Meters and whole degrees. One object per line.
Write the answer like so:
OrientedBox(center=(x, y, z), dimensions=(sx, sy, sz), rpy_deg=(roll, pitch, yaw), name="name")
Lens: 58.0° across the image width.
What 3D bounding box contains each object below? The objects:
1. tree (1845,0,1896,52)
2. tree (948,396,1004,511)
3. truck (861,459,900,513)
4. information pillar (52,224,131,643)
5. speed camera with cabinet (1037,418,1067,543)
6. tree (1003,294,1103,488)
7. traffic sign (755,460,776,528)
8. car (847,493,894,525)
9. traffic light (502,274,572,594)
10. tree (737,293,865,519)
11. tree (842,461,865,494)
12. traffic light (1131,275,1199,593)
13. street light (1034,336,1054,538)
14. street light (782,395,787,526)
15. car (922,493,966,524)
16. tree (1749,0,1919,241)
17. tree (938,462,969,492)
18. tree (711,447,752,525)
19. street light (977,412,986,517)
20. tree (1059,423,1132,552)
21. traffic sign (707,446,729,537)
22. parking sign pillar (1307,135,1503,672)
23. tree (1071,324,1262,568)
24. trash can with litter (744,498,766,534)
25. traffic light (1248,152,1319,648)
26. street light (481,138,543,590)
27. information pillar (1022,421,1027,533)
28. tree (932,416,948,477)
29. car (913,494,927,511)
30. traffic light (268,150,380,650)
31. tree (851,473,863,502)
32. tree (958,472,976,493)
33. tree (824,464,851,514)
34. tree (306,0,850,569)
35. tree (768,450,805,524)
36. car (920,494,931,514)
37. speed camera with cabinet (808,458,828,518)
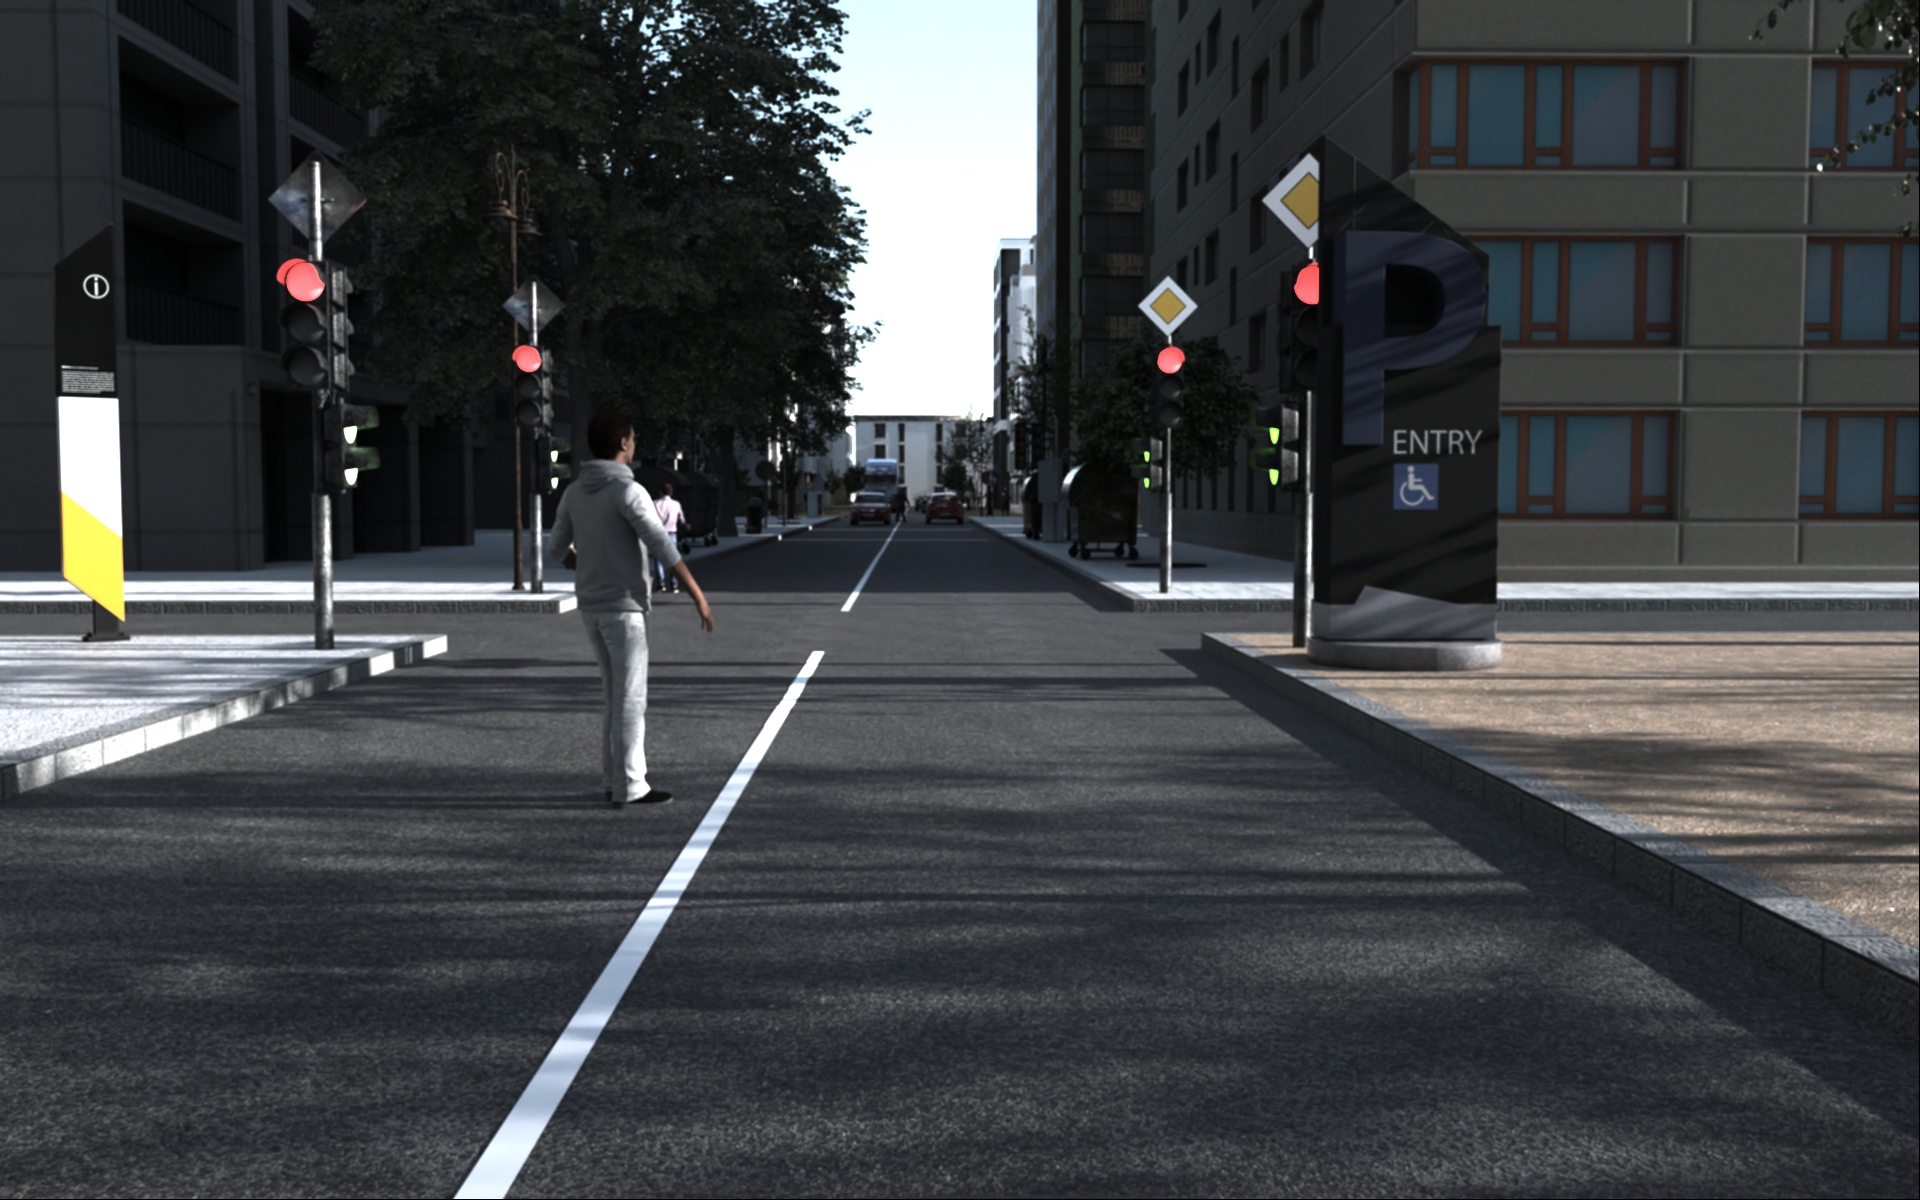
OrientedBox(center=(4.274, -3.386, 5.726), dimensions=(4.737, 8.622, 4.395), rpy_deg=(0, 3, 0), name="tree")
OrientedBox(center=(1.308, -10.968, 129.691), dimensions=(4.360, 8.622, 3.978), rpy_deg=(0, 3, 0), name="tree")
OrientedBox(center=(-6.040, -9.087, 138.326), dimensions=(2.967, 4.110, 18.799), rpy_deg=(0, 4, 0), name="truck")
OrientedBox(center=(-7.516, -1.444, 14.964), dimensions=(0.504, 3.616, 0.183), rpy_deg=(-3, 5, -42), name="information pillar")
OrientedBox(center=(2.442, -3.147, 45.789), dimensions=(0.660, 3.252, 2.038), rpy_deg=(1, 4, 9), name="speed camera with cabinet")
OrientedBox(center=(3.332, -6.995, 64.734), dimensions=(4.737, 8.622, 4.395), rpy_deg=(0, 3, 0), name="tree")
OrientedBox(center=(-7.329, -3.984, 65.240), dimensions=(0.768, 2.556, 0.104), rpy_deg=(0, 4, -1), name="traffic sign")
OrientedBox(center=(-4.155, -4.385, 80.732), dimensions=(2.155, 1.783, 4.494), rpy_deg=(0, 4, 0), name="car")
OrientedBox(center=(-5.429, -2.034, 22.171), dimensions=(0.839, 4.253, 0.868), rpy_deg=(0, 4, -1), name="traffic light")
OrientedBox(center=(-8.643, -9.905, 87.700), dimensions=(9.928, 11.665, 9.643), rpy_deg=(0, 3, 0), name="tree")
OrientedBox(center=(-9.904, -11.344, 169.185), dimensions=(4.285, 4.588, 4.351), rpy_deg=(0, 3, 0), name="tree")
OrientedBox(center=(2.649, -2.047, 22.386), dimensions=(0.839, 4.253, 0.868), rpy_deg=(0, 4, -1), name="traffic light")
OrientedBox(center=(2.456, -4.765, 50.688), dimensions=(0.468, 5.910, 1.993), rpy_deg=(0, 4, -1), name="street light")
OrientedBox(center=(-7.052, -5.907, 69.374), dimensions=(0.468, 5.910, 1.993), rpy_deg=(0, 4, -1), name="street light")
OrientedBox(center=(-0.766, -4.572, 83.796), dimensions=(2.155, 1.783, 4.494), rpy_deg=(0, 4, -2), name="car")
OrientedBox(center=(7.145, -3.751, 11.700), dimensions=(4.360, 8.622, 3.978), rpy_deg=(0, 3, 0), name="tree")
OrientedBox(center=(-0.506, -11.509, 171.888), dimensions=(4.285, 4.588, 4.351), rpy_deg=(0, 3, 0), name="tree")
OrientedBox(center=(-9.289, -4.685, 71.209), dimensions=(1.663, 3.219, 1.824), rpy_deg=(0, 3, 0), name="tree")
OrientedBox(center=(1.212, -7.601, 97.072), dimensions=(0.468, 5.910, 1.993), rpy_deg=(0, 4, -1), name="street light")
OrientedBox(center=(3.229, -2.695, 38.667), dimensions=(1.663, 3.219, 1.824), rpy_deg=(0, 3, 0), name="tree")
OrientedBox(center=(-6.712, -2.881, 47.101), dimensions=(0.884, 2.594, 0.081), rpy_deg=(1, 4, 8), name="traffic sign")
OrientedBox(center=(3.382, -1.506, 13.097), dimensions=(1.447, 3.967, 1.447), rpy_deg=(0, 4, -5), name="parking sign pillar")
OrientedBox(center=(3.711, -2.867, 30.596), dimensions=(4.285, 4.588, 4.351), rpy_deg=(0, 3, 0), name="tree")
OrientedBox(center=(-6.574, -2.700, 55.526), dimensions=(0.624, 1.170, 1.055), rpy_deg=(0, 4, 0), name="trash can with litter")
OrientedBox(center=(2.846, -1.559, 14.403), dimensions=(0.839, 4.253, 0.868), rpy_deg=(0, 4, -1), name="traffic light")
OrientedBox(center=(-5.914, -3.073, 23.026), dimensions=(0.468, 5.910, 1.993), rpy_deg=(0, 4, -1), name="street light")
OrientedBox(center=(2.105, -3.952, 55.968), dimensions=(0.183, 3.616, 0.504), rpy_deg=(0, 3, 0), name="information pillar")
OrientedBox(center=(-0.412, -12.805, 159.720), dimensions=(4.360, 8.622, 3.978), rpy_deg=(0, 3, 0), name="tree")
OrientedBox(center=(-2.904, -8.297, 147.453), dimensions=(2.131, 1.459, 4.920), rpy_deg=(0, 4, -2), name="car")
OrientedBox(center=(-5.232, -1.545, 14.189), dimensions=(0.839, 4.253, 0.868), rpy_deg=(0, 4, -1), name="traffic light")
OrientedBox(center=(-10.179, -10.249, 162.169), dimensions=(1.663, 3.219, 1.824), rpy_deg=(0, 3, 0), name="tree")
OrientedBox(center=(0.919, -9.783, 154.556), dimensions=(1.663, 3.219, 1.824), rpy_deg=(0, 3, 0), name="tree")
OrientedBox(center=(-8.376, -7.143, 111.387), dimensions=(1.663, 3.219, 1.824), rpy_deg=(0, 3, 0), name="tree")
OrientedBox(center=(-6.332, -7.508, 29.405), dimensions=(9.857, 13.997, 8.962), rpy_deg=(0, 3, 0), name="tree")
OrientedBox(center=(-7.601, -4.925, 75.126), dimensions=(1.663, 3.219, 1.824), rpy_deg=(0, 3, 0), name="tree")
OrientedBox(center=(-1.890, -7.092, 127.752), dimensions=(2.131, 1.459, 4.920), rpy_deg=(0, 4, -2), name="car")
OrientedBox(center=(-7.777, -6.137, 94.681), dimensions=(0.660, 3.252, 2.038), rpy_deg=(1, 4, 12), name="speed camera with cabinet")
